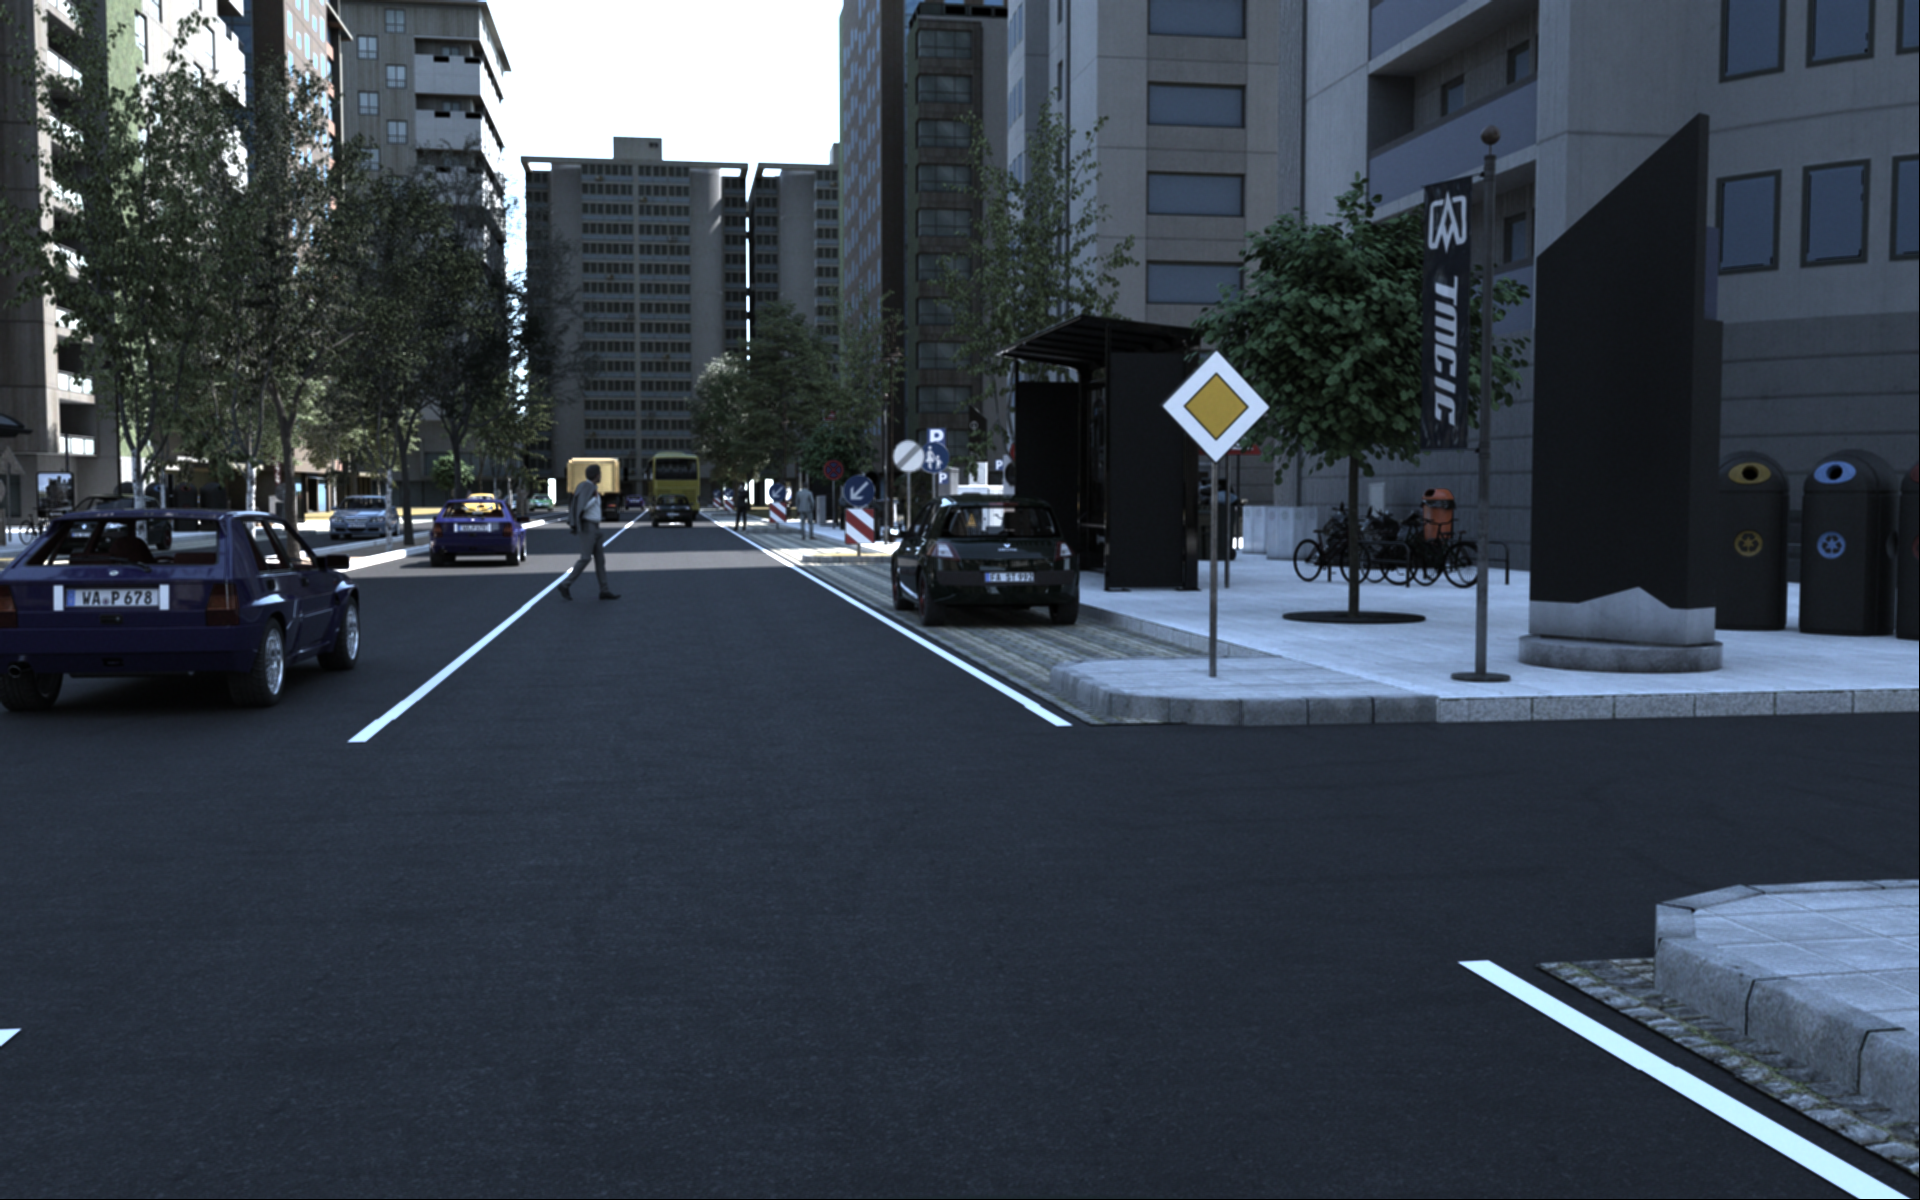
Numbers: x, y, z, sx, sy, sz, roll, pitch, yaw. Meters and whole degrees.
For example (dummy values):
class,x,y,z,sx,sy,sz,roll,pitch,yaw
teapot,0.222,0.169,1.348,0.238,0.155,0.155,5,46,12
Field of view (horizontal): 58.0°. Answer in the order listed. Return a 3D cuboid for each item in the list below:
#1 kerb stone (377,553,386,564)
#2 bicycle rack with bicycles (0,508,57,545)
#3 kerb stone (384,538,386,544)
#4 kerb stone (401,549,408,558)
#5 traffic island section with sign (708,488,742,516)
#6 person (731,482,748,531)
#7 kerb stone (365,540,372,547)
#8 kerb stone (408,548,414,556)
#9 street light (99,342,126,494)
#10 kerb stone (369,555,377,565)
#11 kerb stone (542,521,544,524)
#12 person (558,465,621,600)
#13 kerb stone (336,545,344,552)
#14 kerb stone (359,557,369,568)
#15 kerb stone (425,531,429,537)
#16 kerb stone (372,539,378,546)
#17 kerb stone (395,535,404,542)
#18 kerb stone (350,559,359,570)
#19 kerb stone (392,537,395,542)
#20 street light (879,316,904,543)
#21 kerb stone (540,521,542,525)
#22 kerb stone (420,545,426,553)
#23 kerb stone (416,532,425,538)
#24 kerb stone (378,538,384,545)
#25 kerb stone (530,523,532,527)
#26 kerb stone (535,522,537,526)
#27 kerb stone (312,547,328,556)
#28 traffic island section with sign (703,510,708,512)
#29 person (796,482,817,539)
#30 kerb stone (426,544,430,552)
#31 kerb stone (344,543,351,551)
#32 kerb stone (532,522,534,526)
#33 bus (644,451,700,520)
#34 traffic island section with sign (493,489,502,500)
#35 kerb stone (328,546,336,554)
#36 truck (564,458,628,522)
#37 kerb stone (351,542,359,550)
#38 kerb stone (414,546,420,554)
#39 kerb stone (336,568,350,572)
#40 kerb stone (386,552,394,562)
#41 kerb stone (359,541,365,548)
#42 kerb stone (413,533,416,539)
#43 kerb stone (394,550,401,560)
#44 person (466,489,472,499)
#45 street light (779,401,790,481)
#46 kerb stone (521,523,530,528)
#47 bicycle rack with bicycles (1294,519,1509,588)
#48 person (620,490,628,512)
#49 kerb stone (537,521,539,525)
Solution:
class,x,y,z,sx,sy,sz,roll,pitch,yaw
kerb stone,-12.095,-0.836,35.879,0.120,0.150,1.000,-1,4,-10
bicycle rack with bicycles,-24.336,-1.890,44.292,2.852,0.926,2.925,0,4,-7
kerb stone,-16.544,-1.676,49.603,0.120,0.150,1.000,-1,4,-10
kerb stone,-12.604,-1.022,38.908,0.120,0.150,1.000,-1,4,-10
traffic island section with sign,-15.148,-6.354,112.511,1.989,1.847,2.006,-1,4,-10
person,-8.547,-3.643,67.423,0.648,1.900,0.474,3,5,40
kerb stone,-16.032,-1.491,46.576,0.120,0.150,1.000,-1,4,-10
kerb stone,-12.780,-1.084,39.915,0.120,0.150,1.000,-1,4,-10
street light,-24.095,-4.696,49.571,0.468,5.910,1.993,-1,4,-10
kerb stone,-11.931,-0.773,34.863,0.120,0.150,1.000,-1,4,-10
kerb stone,-19.776,-3.614,81.378,0.120,0.150,1.000,-1,4,-10
person,-5.040,-0.910,23.484,0.850,1.850,0.679,0,4,0
kerb stone,-15.351,-1.244,42.541,0.120,0.150,1.000,-1,4,-10
kerb stone,-11.746,-0.711,33.854,0.120,0.150,1.000,-1,4,-10
kerb stone,-17.906,-2.171,57.704,0.120,0.150,1.000,-1,4,-10
kerb stone,-16.209,-1.546,47.586,0.120,0.150,1.000,-1,4,-10
kerb stone,-17.056,-1.854,52.630,0.120,0.150,1.000,-1,4,-10
kerb stone,-11.584,-0.647,32.832,0.120,0.150,1.000,-1,4,-10
kerb stone,-16.714,-1.737,50.613,0.120,0.150,1.000,-1,4,-10
street light,-1.791,-4.428,45.180,0.468,5.910,1.993,-1,4,-10
kerb stone,-19.601,-3.558,80.371,0.120,0.150,1.000,-1,4,-10
kerb stone,-13.117,-1.207,41.948,0.120,0.150,1.000,-1,4,-10
kerb stone,-17.726,-2.109,56.685,0.120,0.150,1.000,-1,4,-10
kerb stone,-16.367,-1.615,48.595,0.120,0.150,1.000,-1,4,-10
kerb stone,-18.585,-3.186,74.307,0.120,0.150,1.000,-1,4,-10
kerb stone,-19.092,-3.373,77.341,0.120,0.150,1.000,-1,4,-10
kerb stone,-15.008,-1.121,40.525,0.120,0.150,1.000,-1,4,-10
traffic island section with sign,-19.650,-7.979,139.089,1.989,1.847,2.006,-1,4,-10
person,-4.836,-2.798,54.346,0.635,1.810,0.391,0,4,6
kerb stone,-13.283,-1.262,42.958,0.120,0.150,1.000,-1,4,-10
kerb stone,-15.521,-1.303,43.550,0.120,0.150,1.000,-1,4,-10
kerb stone,-18.750,-3.250,75.325,0.120,0.150,1.000,-1,4,-10
bus,-16.527,-6.598,99.431,2.896,3.916,12.252,-1,4,-12
traffic island section with sign,-36.379,-7.812,136.355,1.989,1.847,2.006,-1,4,-10
kerb stone,-15.179,-1.180,41.533,0.120,0.150,1.000,-1,4,-10
truck,-19.478,-5.905,92.469,3.469,3.379,9.791,-1,4,-11
kerb stone,-15.691,-1.368,44.560,0.120,0.150,1.000,-1,4,-10
kerb stone,-12.952,-1.146,40.926,0.120,0.150,1.000,-1,4,-10
kerb stone,-11.413,-0.588,31.821,0.120,0.150,1.000,-1,4,-10
kerb stone,-12.261,-0.899,36.890,0.120,0.150,1.000,-1,4,-10
kerb stone,-15.862,-1.430,45.568,0.120,0.150,1.000,-1,4,-10
kerb stone,-17.395,-1.985,54.655,0.120,0.150,1.000,-1,4,-10
kerb stone,-12.437,-0.960,37.899,0.120,0.150,1.000,-1,4,-10
person,-31.683,-6.282,111.877,0.621,1.740,0.551,-1,4,-15
street light,-8.705,-6.933,86.135,0.468,5.910,1.993,-1,4,-10
kerb stone,-18.410,-3.121,73.300,0.120,0.150,1.000,-1,4,-10
bicycle rack with bicycles,6.535,-0.696,24.754,2.852,0.926,2.925,-2,4,-24
person,-26.887,-7.842,137.233,1.217,1.766,0.721,-3,4,-36
kerb stone,-19.263,-3.434,78.349,0.120,0.150,1.000,-1,4,-10
